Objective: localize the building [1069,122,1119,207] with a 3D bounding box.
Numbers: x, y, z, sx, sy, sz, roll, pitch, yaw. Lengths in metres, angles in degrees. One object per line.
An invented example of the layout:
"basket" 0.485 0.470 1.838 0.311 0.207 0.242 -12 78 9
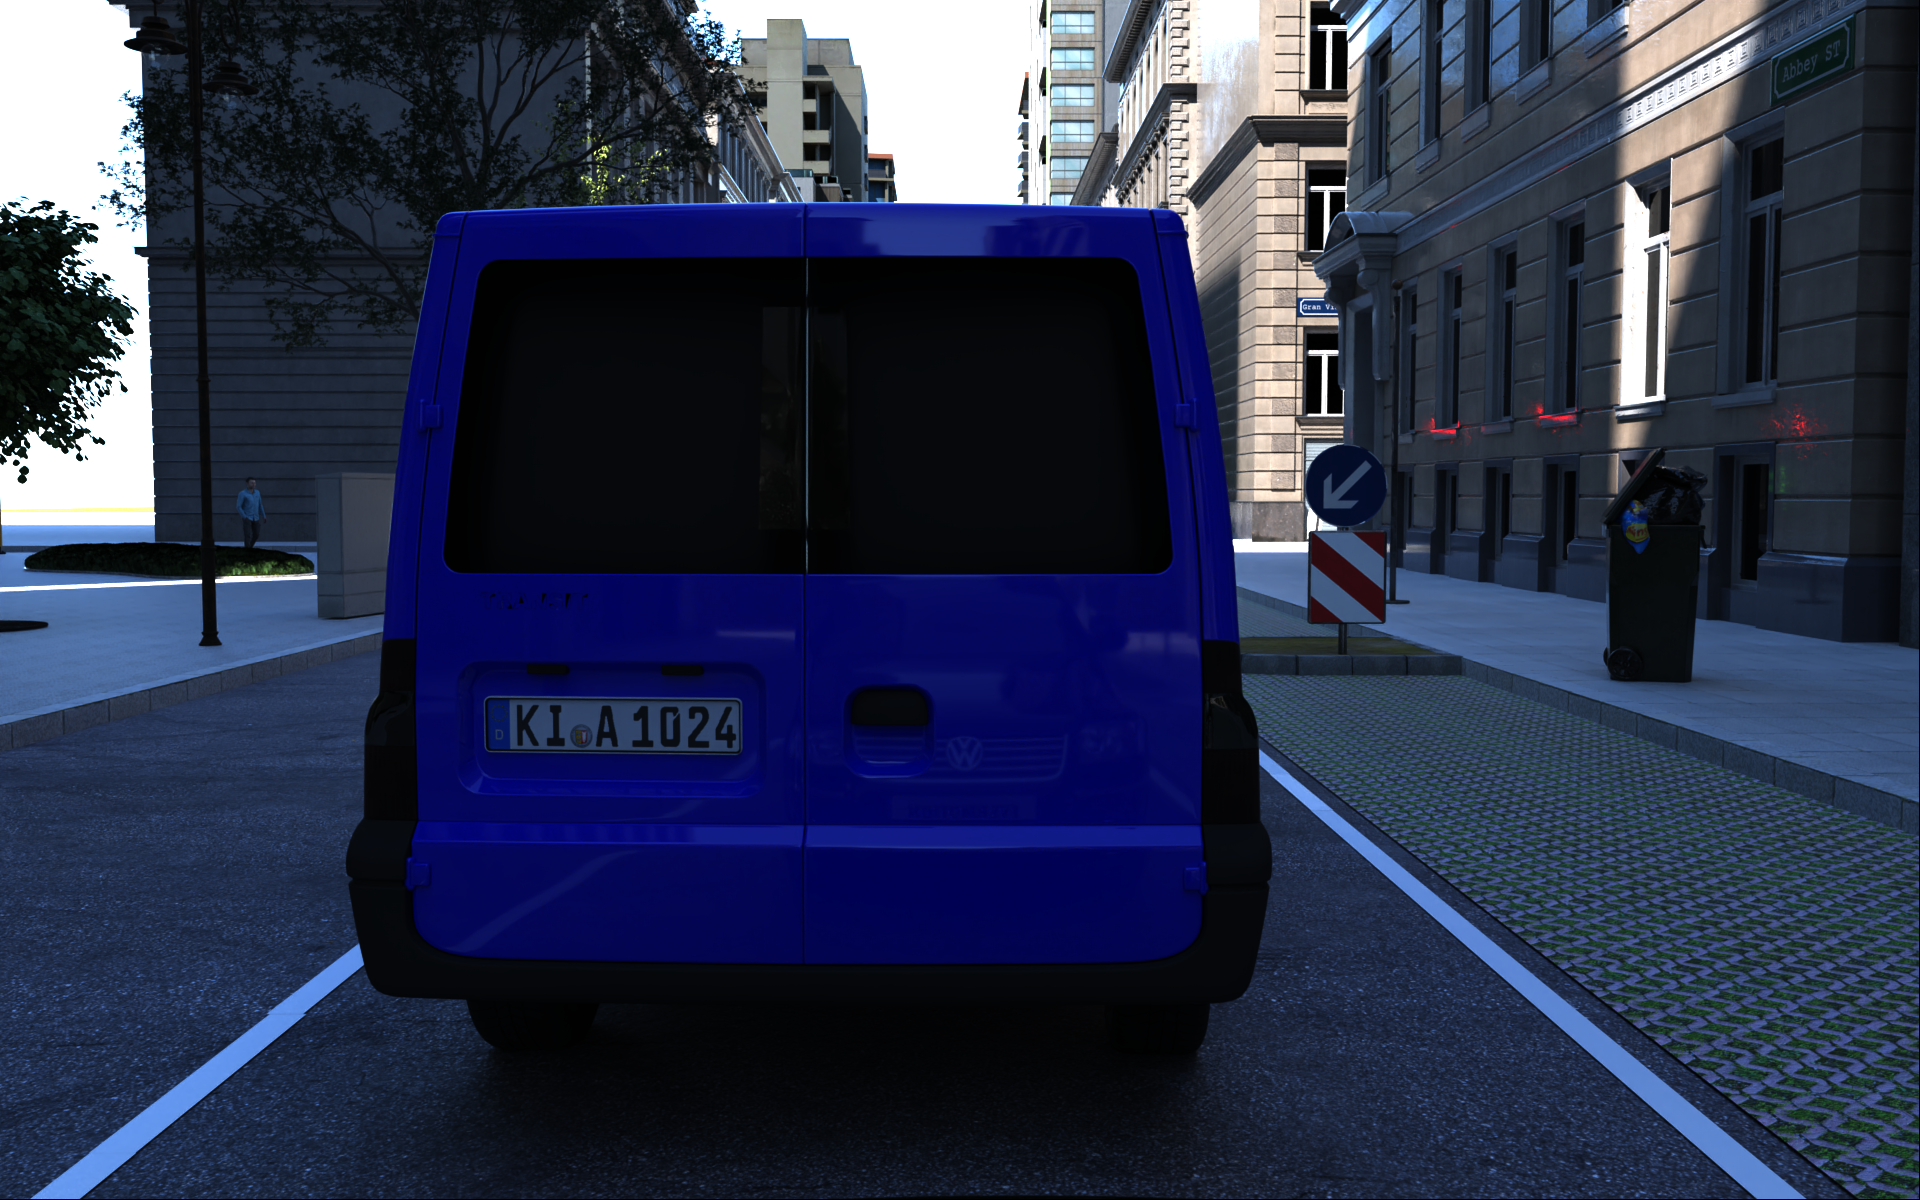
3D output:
"building" 11.465 -15.182 99.139 10.553 20.767 40.483 0 4 0

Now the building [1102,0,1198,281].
"building" 12.018 -14.673 68.789 11.050 23.489 19.941 0 4 0

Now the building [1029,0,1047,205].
"building" 19.948 -34.312 150.247 28.713 52.752 27.495 0 4 0

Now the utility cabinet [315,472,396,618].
"utility cabinet" -6.340 -0.585 18.241 0.318 1.500 1.173 1 4 10

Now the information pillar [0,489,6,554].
"information pillar" -20.628 -2.786 36.908 0.504 3.616 0.183 2 4 31

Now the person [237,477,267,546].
"person" -15.908 -1.851 38.788 0.620 1.820 0.660 2 4 24

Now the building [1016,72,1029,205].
"building" 17.103 -32.063 178.847 22.147 44.769 28.867 0 4 0

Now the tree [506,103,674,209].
"tree" -7.247 -4.998 32.083 4.737 8.622 4.395 0 3 0

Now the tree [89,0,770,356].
"tree" -7.101 -5.439 23.344 8.767 10.594 7.601 -2 4 -26

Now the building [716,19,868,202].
"building" -20.620 -34.164 182.290 21.600 48.544 21.300 0 4 0

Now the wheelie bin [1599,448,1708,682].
"wheelie bin" 4.826 -0.254 12.059 0.693 1.594 0.980 1 4 18

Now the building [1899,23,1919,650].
"building" 13.992 -11.373 3.969 12.078 24.808 19.932 0 4 0

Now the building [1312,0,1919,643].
"building" 13.762 -14.552 23.836 13.634 28.700 20.117 0 4 0

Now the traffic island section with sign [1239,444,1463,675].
"traffic island section with sign" 2.956 -0.361 14.537 1.989 1.847 2.006 0 4 0

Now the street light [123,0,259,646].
"street light" -6.359 -2.552 14.512 0.468 5.910 1.993 0 4 0

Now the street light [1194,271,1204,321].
"street light" 4.718 -3.867 36.014 0.468 5.910 1.993 0 4 0

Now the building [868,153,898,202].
"building" -22.357 -34.302 215.454 28.867 44.769 22.147 0 4 0

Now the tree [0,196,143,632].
"tree" -9.447 -1.991 16.260 4.285 4.588 4.351 0 3 0

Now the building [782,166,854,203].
"building" -16.835 -23.534 156.485 14.160 30.474 14.107 0 4 0

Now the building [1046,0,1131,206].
"building" 13.362 -27.288 129.751 14.154 41.232 14.086 0 4 0

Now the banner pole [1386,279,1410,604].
"banner pole" 5.021 -1.837 20.051 0.401 3.779 0.863 1 4 17

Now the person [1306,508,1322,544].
"person" 9.101 -2.312 44.387 0.519 1.759 0.362 -2 4 -35

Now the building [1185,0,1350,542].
"building" 19.853 -15.521 51.028 25.104 27.353 12.463 0 4 0

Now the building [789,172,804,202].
"building" -14.798 -16.233 101.574 11.583 22.565 21.152 0 4 0

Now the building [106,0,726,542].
"building" -15.867 -13.190 57.461 13.314 21.916 24.055 0 4 0

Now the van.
"van" -0.257 -0.105 6.103 2.240 2.365 5.245 0 4 1

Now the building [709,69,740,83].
"building" -14.859 -14.915 80.009 11.583 22.565 21.152 0 4 0
